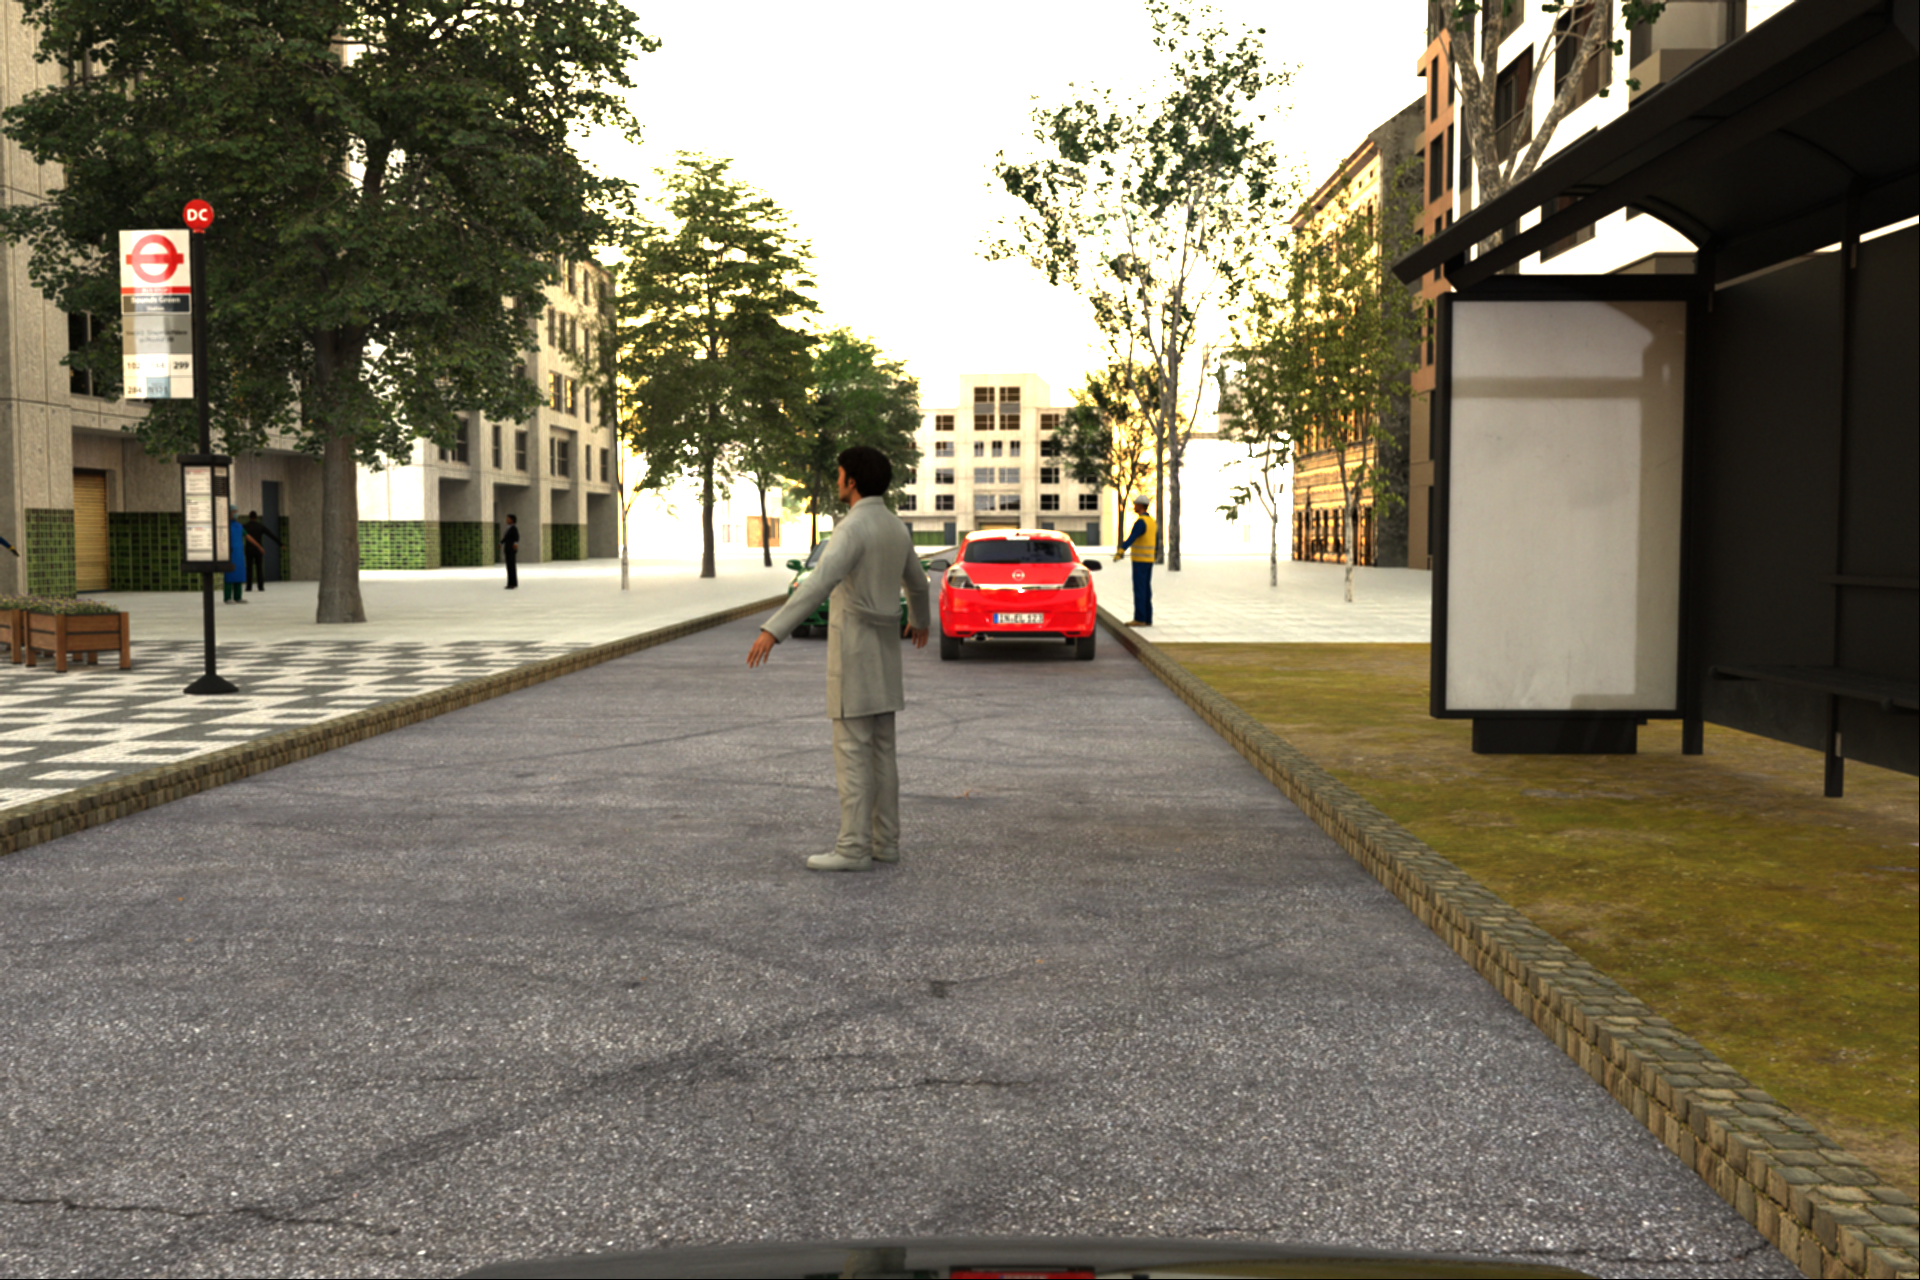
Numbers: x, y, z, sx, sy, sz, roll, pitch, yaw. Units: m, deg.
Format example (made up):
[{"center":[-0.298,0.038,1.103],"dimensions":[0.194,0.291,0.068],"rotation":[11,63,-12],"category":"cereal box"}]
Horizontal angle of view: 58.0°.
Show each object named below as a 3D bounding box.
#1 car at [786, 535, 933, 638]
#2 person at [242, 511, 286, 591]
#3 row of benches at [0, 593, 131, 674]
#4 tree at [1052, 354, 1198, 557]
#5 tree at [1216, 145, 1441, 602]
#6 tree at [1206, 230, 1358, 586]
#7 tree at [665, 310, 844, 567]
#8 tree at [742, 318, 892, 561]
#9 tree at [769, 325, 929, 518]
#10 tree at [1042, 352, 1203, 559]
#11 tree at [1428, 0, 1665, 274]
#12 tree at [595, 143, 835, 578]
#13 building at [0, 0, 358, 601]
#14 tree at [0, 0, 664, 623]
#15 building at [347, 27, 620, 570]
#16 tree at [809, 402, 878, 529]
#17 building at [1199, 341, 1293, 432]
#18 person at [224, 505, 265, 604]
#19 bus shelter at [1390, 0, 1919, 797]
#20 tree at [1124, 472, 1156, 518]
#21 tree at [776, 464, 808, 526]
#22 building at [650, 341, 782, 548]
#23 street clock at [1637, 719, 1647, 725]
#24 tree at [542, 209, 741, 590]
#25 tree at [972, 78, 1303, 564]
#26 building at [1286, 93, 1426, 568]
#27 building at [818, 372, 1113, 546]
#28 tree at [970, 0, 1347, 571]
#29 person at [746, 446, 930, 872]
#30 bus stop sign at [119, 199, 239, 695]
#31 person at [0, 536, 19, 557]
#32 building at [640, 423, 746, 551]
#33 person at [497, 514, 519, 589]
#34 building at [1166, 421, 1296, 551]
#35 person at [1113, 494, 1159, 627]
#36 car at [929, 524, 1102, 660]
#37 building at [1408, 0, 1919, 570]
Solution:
[{"center":[-1.416,-0.837,25.487],"dimensions":[2.131,1.459,4.920],"rotation":[0,4,1],"category":"car"},{"center":[-15.896,-2.004,38.992],"dimensions":[1.346,1.802,0.704],"rotation":[-2,4,-24],"category":"person"},{"center":[-9.342,-0.124,17.485],"dimensions":[1.422,0.672,4.104],"rotation":[-3,5,-43],"category":"row of benches"},{"center":[9.264,-10.562,98.440],"dimensions":[9.928,11.665,9.643],"rotation":[0,3,0],"category":"tree"},{"center":[7.167,-5.015,32.352],"dimensions":[4.737,8.622,4.395],"rotation":[0,3,0],"category":"tree"},{"center":[7.806,-5.652,42.769],"dimensions":[4.737,8.622,4.395],"rotation":[0,3,0],"category":"tree"},{"center":[-7.869,-8.195,68.399],"dimensions":[7.601,10.594,8.767],"rotation":[2,4,31],"category":"tree"},{"center":[-6.854,-9.595,82.632],"dimensions":[9.928,11.665,9.643],"rotation":[0,3,0],"category":"tree"},{"center":[-6.644,-12.170,105.637],"dimensions":[9.857,13.997,8.962],"rotation":[0,3,0],"category":"tree"},{"center":[8.253,-9.453,88.968],"dimensions":[8.767,10.594,7.601],"rotation":[1,4,11],"category":"tree"},{"center":[8.100,-10.128,21.487],"dimensions":[12.611,20.169,13.585],"rotation":[0,3,0],"category":"tree"},{"center":[-7.242,-8.139,51.196],"dimensions":[7.486,12.596,7.792],"rotation":[0,3,0],"category":"tree"},{"center":[-25.477,-10.097,31.547],"dimensions":[16.747,18.905,31.486],"rotation":[0,4,2],"category":"building"},{"center":[-9.106,-7.226,24.799],"dimensions":[9.857,13.997,8.962],"rotation":[0,3,0],"category":"tree"},{"center":[-26.971,-12.863,76.763],"dimensions":[16.747,18.905,31.486],"rotation":[0,4,1],"category":"building"},{"center":[-7.041,-8.837,94.844],"dimensions":[4.360,8.622,3.978],"rotation":[0,3,0],"category":"tree"},{"center":[28.731,-19.190,170.184],"dimensions":[16.016,20.090,11.380],"rotation":[0,4,1],"category":"building"},{"center":[-13.361,-1.575,31.885],"dimensions":[0.704,1.817,1.347],"rotation":[1,4,20],"category":"person"},{"center":[3.516,-0.833,7.551],"dimensions":[2.014,3.302,5.546],"rotation":[0,4,1],"category":"bus shelter"},{"center":[20.428,-14.920,194.301],"dimensions":[4.737,8.622,4.395],"rotation":[0,3,0],"category":"tree"},{"center":[-21.170,-17.821,198.021],"dimensions":[9.857,13.997,8.962],"rotation":[0,3,0],"category":"tree"},{"center":[-23.787,-18.931,165.935],"dimensions":[16.016,20.090,11.380],"rotation":[0,4,2],"category":"building"},{"center":[4.525,-0.434,11.665],"dimensions":[0.358,2.002,0.471],"rotation":[0,4,2],"category":"street clock"},{"center":[-7.908,-5.465,39.711],"dimensions":[4.360,8.622,3.978],"rotation":[0,3,0],"category":"tree"},{"center":[7.180,-13.317,73.621],"dimensions":[12.611,20.169,13.585],"rotation":[0,3,0],"category":"tree"},{"center":[25.289,-14.903,74.587],"dimensions":[19.493,23.208,18.063],"rotation":[0,4,1],"category":"building"},{"center":[1.117,-20.077,197.168],"dimensions":[31.486,18.905,16.747],"rotation":[1,4,9],"category":"building"},{"center":[6.606,-12.412,58.818],"dimensions":[12.611,20.169,13.585],"rotation":[0,3,0],"category":"tree"},{"center":[-0.439,0.071,7.479],"dimensions":[0.705,1.806,1.347],"rotation":[2,4,29],"category":"person"},{"center":[-6.291,-1.543,13.931],"dimensions":[0.855,3.939,0.416],"rotation":[0,4,3],"category":"bus stop sign"},{"center":[-15.332,-1.268,27.192],"dimensions":[0.721,1.772,1.216],"rotation":[1,4,21],"category":"person"},{"center":[-22.281,-12.404,144.951],"dimensions":[9.099,9.664,28.070],"rotation":[0,4,2],"category":"building"},{"center":[-10.572,-2.066,40.495],"dimensions":[0.721,1.740,1.216],"rotation":[-2,4,-33],"category":"person"},{"center":[22.847,-12.261,142.611],"dimensions":[9.099,9.664,28.070],"rotation":[0,4,1],"category":"building"},{"center":[2.508,-1.110,24.117],"dimensions":[0.705,1.833,1.349],"rotation":[2,4,29],"category":"person"},{"center":[0.685,-0.743,21.188],"dimensions":[2.155,1.783,4.494],"rotation":[0,4,1],"category":"car"},{"center":[26.861,-12.434,47.269],"dimensions":[27.936,21.610,32.646],"rotation":[0,4,1],"category":"building"}]
